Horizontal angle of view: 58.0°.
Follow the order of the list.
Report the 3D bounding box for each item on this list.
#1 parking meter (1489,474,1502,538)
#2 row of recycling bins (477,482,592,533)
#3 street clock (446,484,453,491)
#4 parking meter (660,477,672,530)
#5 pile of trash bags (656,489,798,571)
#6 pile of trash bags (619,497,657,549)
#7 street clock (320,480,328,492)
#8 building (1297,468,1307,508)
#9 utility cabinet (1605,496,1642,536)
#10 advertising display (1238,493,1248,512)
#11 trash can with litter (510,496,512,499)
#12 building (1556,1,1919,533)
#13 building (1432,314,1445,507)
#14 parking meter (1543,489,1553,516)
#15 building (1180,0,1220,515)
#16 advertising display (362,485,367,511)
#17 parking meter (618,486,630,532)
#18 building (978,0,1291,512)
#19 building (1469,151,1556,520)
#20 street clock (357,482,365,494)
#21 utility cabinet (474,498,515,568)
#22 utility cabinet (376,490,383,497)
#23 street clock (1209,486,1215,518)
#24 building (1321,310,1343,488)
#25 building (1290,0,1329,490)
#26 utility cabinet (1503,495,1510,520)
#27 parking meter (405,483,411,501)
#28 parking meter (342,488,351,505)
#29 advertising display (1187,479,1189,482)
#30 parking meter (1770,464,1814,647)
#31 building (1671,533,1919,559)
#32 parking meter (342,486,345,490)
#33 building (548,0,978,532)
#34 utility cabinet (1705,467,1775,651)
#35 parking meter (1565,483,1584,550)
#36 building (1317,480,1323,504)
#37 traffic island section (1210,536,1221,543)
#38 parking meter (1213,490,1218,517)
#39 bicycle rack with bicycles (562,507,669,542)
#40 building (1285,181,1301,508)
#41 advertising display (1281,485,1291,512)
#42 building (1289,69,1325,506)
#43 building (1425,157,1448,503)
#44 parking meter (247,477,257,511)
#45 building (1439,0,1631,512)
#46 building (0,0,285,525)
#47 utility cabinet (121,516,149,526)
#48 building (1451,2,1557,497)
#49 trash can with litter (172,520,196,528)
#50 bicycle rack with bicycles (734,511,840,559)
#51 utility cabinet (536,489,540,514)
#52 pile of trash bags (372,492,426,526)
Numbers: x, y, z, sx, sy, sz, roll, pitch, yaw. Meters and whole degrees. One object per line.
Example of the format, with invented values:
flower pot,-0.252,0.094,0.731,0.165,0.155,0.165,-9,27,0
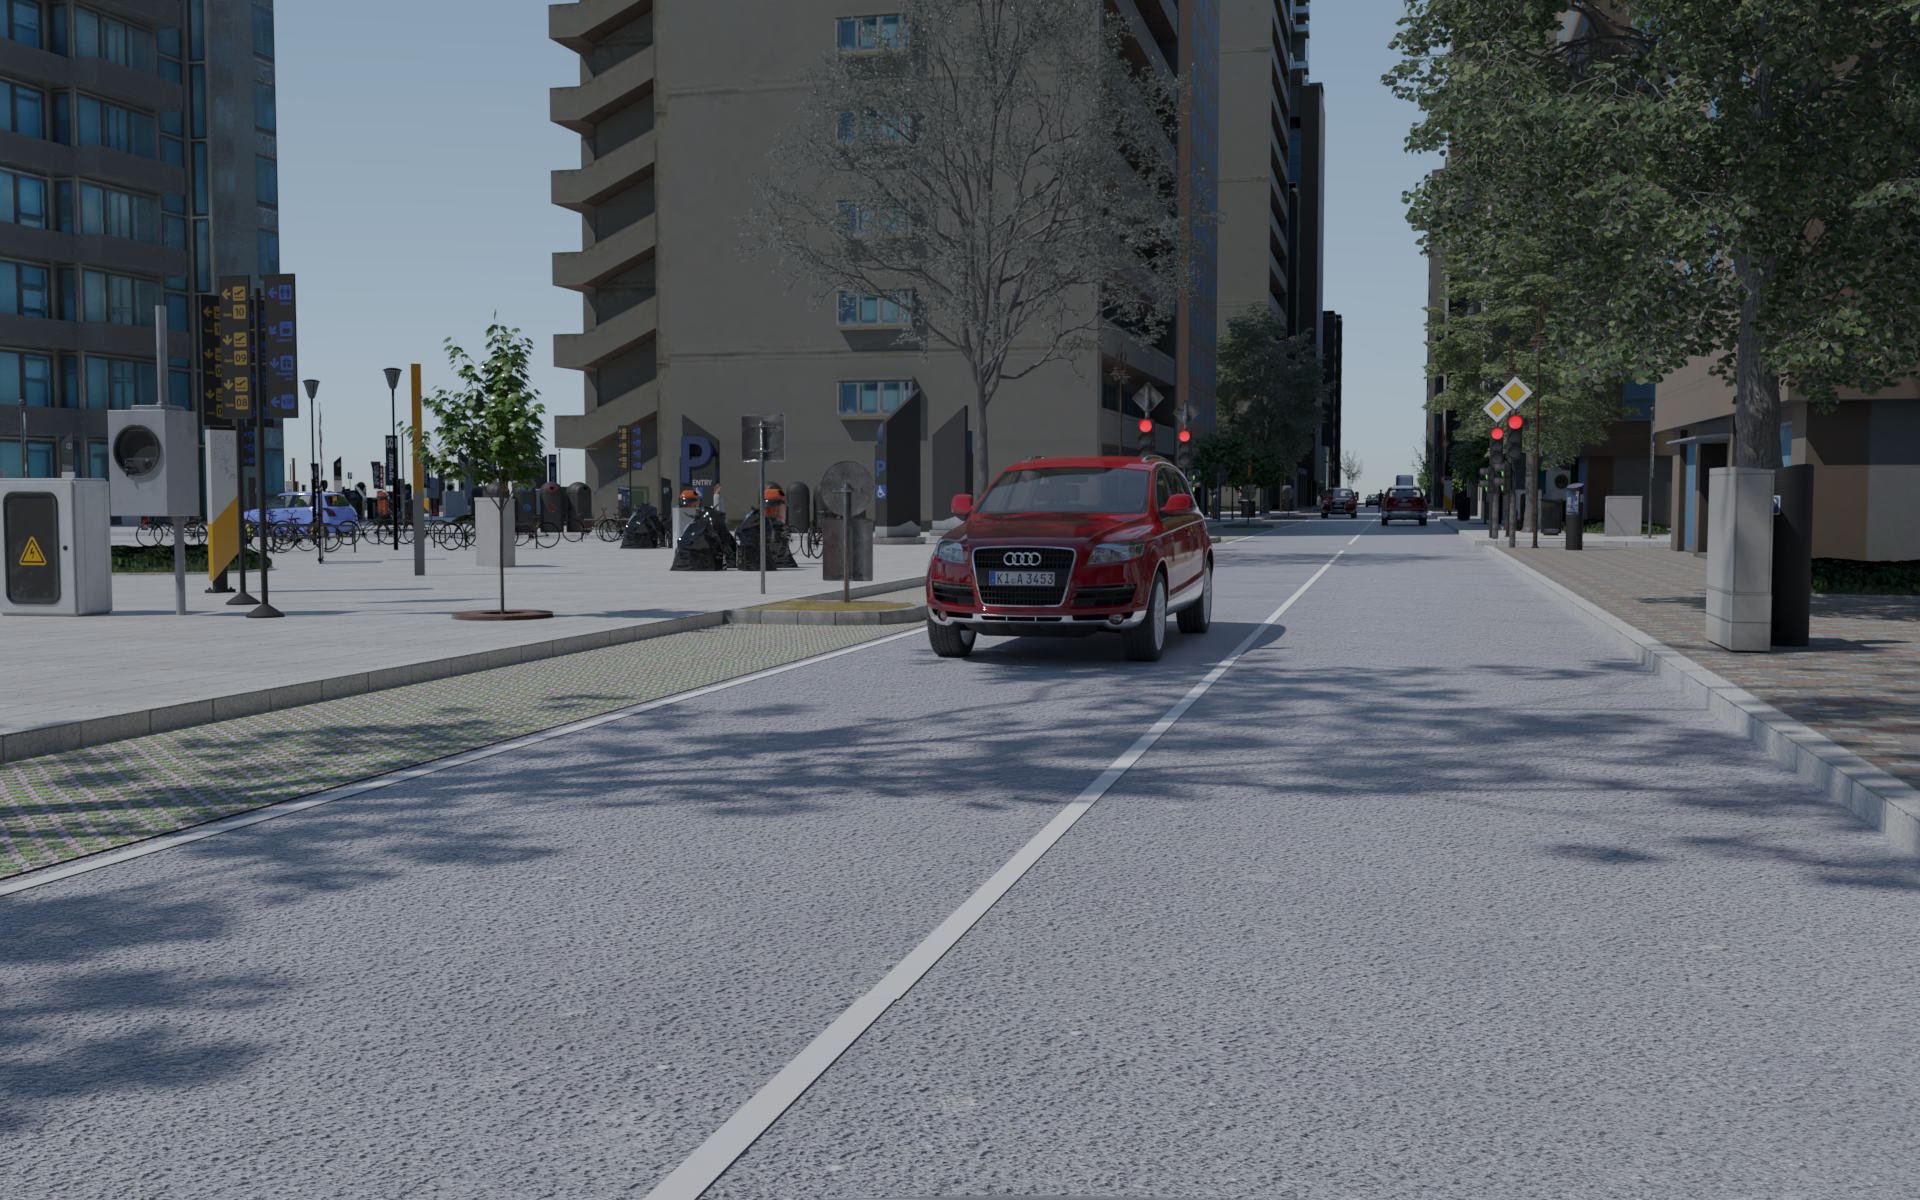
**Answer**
parking meter,15.537,-2.731,50.371,0.255,1.863,0.399,1,4,15
row of recycling bins,-14.049,-3.087,57.586,3.534,1.692,1.069,-2,4,-24
street clock,-37.320,-7.471,126.726,0.358,2.002,0.471,3,5,43
parking meter,-9.962,-3.243,58.734,0.399,1.863,0.255,-1,4,-16
pile of trash bags,-3.706,-1.252,30.231,1.912,1.369,3.447,1,4,11
pile of trash bags,-6.962,-1.972,42.000,1.912,1.369,3.447,0,4,7
street clock,-32.436,-5.125,88.362,0.358,2.002,0.471,0,4,4
building,24.024,-44.828,171.193,20.563,71.187,20.611,1,4,14
utility cabinet,20.188,-2.541,52.709,1.020,1.237,0.306,1,4,9
advertising display,20.133,-7.183,122.654,0.974,1.923,0.123,3,4,39
trash can with litter,-29.514,-6.251,113.259,2.233,1.210,1.678,-1,4,-9
building,31.441,-25.575,68.265,14.600,45.320,14.200,1,4,14
building,63.086,-20.325,177.346,27.650,21.520,28.899,1,4,14
parking meter,23.643,-3.745,69.634,0.372,1.533,0.369,0,3,0
building,7.171,-27.480,99.414,14.600,45.320,14.200,1,4,14
advertising display,-44.245,-7.521,128.187,0.123,1.923,0.974,1,4,13
parking meter,-10.861,-2.911,56.009,0.372,1.533,0.369,0,3,0
building,14.572,-31.420,137.424,21.300,48.544,21.600,1,4,14
building,43.189,-15.376,96.442,27.650,21.520,28.899,1,4,14
street clock,-35.149,-5.940,101.690,0.471,2.002,0.358,-1,4,-21
utility cabinet,-8.206,-1.189,30.596,0.306,1.237,1.020,-3,5,-40
utility cabinet,-33.311,-5.549,99.403,0.318,1.500,1.173,-1,4,-22
street clock,13.276,-5.294,91.132,0.471,2.002,0.358,3,4,38
building,51.950,-30.439,269.385,14.160,30.474,14.107,1,4,14
building,41.921,-57.145,246.992,22.319,86.520,31.000,1,4,14
utility cabinet,26.747,-4.480,84.404,0.306,1.237,1.020,0,4,3
parking meter,-29.061,-5.213,90.951,0.399,1.863,0.255,-2,4,-25
parking meter,-27.478,-4.228,77.542,0.372,1.533,0.369,0,3,0
advertising display,8.613,-3.730,66.196,0.123,1.923,0.974,1,4,20
parking meter,7.010,-0.383,14.679,0.372,1.533,0.369,0,3,0
building,20.934,-23.241,30.103,14.600,45.320,14.200,1,4,14
parking meter,-45.988,-7.536,128.932,0.399,1.863,0.255,-3,4,-36
building,-3.259,-27.176,68.023,21.300,48.544,21.600,1,4,14
utility cabinet,6.516,-0.354,14.465,0.318,1.500,1.173,1,4,14
parking meter,14.036,-1.905,39.553,0.372,1.533,0.369,0,3,0
building,30.348,-32.486,223.025,32.217,40.220,23.993,1,4,14
traffic island section,6.650,-1.781,51.392,2.009,0.180,2.903,1,4,14
parking meter,13.664,-5.119,92.108,0.372,1.533,0.369,0,3,0
bicycle rack with bicycles,-9.004,-2.054,46.958,2.925,0.926,2.852,0,4,7
building,22.770,-23.436,154.876,14.160,30.474,14.107,1,4,14
advertising display,23.454,-7.297,124.527,0.974,1.923,0.123,-3,5,-41
building,32.045,-32.894,187.931,14.600,45.320,14.200,1,4,14
building,76.618,-37.846,242.476,21.300,48.544,21.600,1,4,14
parking meter,-24.662,-3.343,60.364,0.255,1.863,0.399,-1,4,-16
building,51.247,-30.976,156.569,14.600,45.320,14.200,1,4,14
building,-47.847,-27.951,76.606,30.456,49.044,23.786,1,4,14
utility cabinet,-33.067,-3.564,69.436,1.020,1.237,0.306,0,4,6
building,50.107,-29.349,134.475,22.147,44.769,28.867,1,4,14
trash can with litter,-29.286,-3.290,65.180,0.624,1.170,1.055,1,4,19
bicycle rack with bicycles,-3.214,-1.372,35.818,2.852,0.926,2.925,2,4,28
utility cabinet,-18.798,-4.247,78.114,1.173,1.500,0.318,0,4,7
pile of trash bags,-23.513,-3.807,71.994,1.912,1.369,3.447,0,4,-2
